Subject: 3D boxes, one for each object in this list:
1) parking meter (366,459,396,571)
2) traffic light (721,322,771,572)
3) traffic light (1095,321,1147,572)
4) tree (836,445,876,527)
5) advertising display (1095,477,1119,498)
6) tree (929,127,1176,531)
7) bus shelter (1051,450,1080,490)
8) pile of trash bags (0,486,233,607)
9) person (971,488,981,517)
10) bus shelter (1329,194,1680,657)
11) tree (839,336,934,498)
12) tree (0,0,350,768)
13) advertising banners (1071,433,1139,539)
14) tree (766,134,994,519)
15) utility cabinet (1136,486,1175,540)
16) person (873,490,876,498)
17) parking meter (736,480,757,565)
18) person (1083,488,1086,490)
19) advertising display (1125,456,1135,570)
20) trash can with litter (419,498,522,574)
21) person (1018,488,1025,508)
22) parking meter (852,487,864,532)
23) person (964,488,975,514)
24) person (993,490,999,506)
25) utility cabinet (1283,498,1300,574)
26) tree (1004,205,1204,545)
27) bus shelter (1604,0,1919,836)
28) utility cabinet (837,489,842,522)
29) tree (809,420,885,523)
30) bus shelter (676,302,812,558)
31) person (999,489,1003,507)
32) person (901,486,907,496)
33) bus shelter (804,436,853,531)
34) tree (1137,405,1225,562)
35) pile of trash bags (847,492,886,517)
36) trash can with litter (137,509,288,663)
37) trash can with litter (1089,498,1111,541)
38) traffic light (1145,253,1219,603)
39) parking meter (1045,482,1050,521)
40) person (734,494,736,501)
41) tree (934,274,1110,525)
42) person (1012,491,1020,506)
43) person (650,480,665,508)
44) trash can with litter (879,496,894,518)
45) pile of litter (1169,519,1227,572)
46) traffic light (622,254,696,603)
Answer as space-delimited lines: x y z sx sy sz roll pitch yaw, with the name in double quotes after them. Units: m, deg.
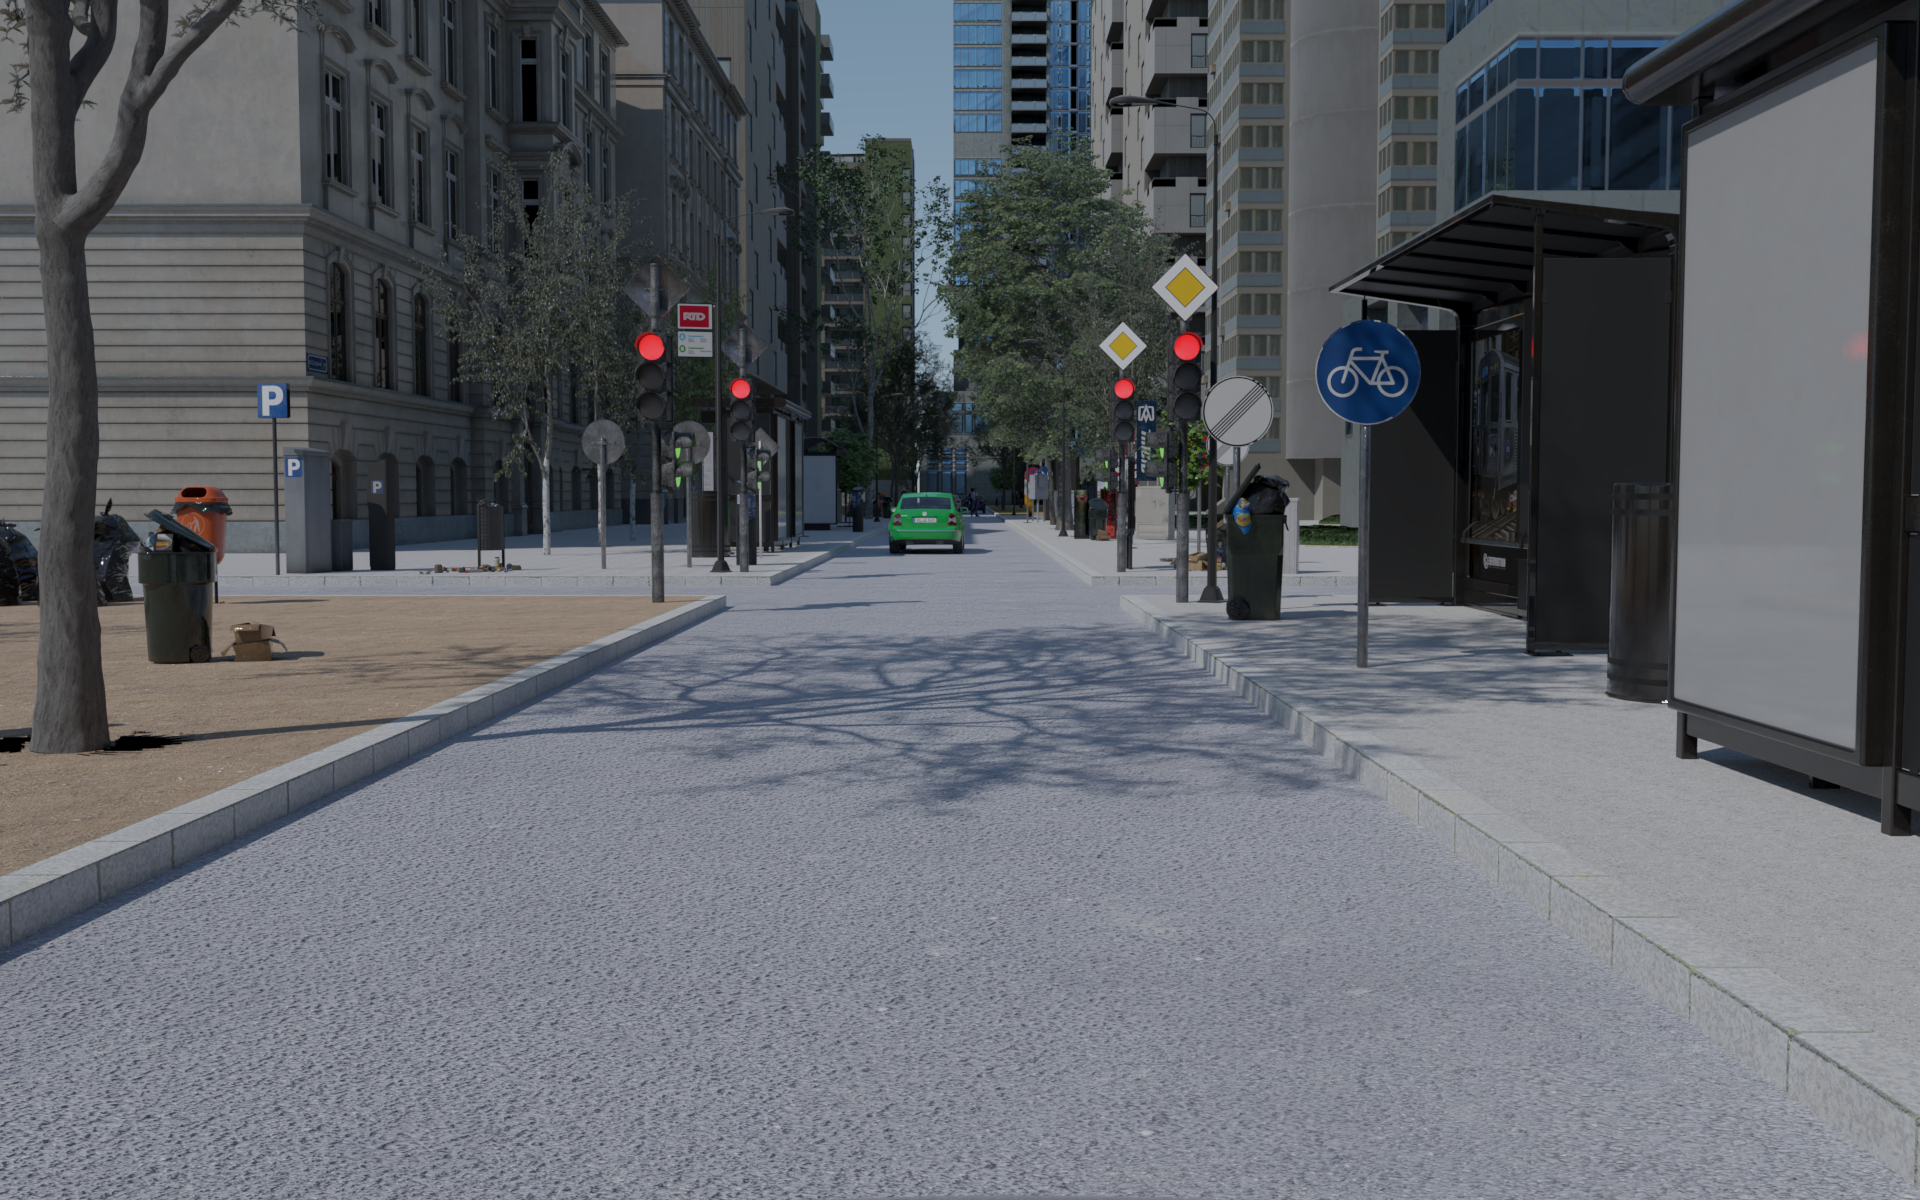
-9.740 -1.433 29.137 0.399 1.863 0.255 1 4 13 "parking meter"
-3.527 -2.412 28.352 0.839 4.253 0.868 0 4 0 "traffic light"
2.635 -2.411 28.348 0.839 4.253 0.868 0 4 0 "traffic light"
-4.328 -4.452 67.390 1.663 3.219 1.824 0 3 0 "tree"
4.535 -2.871 52.158 0.974 1.923 0.123 -1 4 -14 "advertising display"
3.770 -9.425 60.749 9.857 13.997 8.962 0 3 0 "tree"
5.252 -6.035 89.951 1.731 3.624 6.357 0 4 0 "bus shelter"
-10.150 -0.640 20.212 3.447 1.369 1.912 0 4 6 "pile of trash bags"
1.016 -6.196 109.678 0.709 1.838 0.599 -3 5 -42 "person"
5.043 -1.556 16.731 1.731 3.624 6.357 0 4 0 "bus shelter"
-3.863 -10.288 102.615 7.601 10.594 8.767 2 4 29 "tree"
-4.329 -5.991 8.324 12.009 13.543 11.850 0 3 0 "tree"
4.201 -3.248 49.292 2.074 3.025 0.090 0 4 2 "advertising banners"
-3.719 -14.272 89.236 12.611 20.169 13.585 0 3 0 "tree"
5.457 -2.435 48.486 0.318 1.500 1.173 -3 5 -44 "utility cabinet"
-8.953 -10.589 179.964 0.721 1.735 1.217 -2 4 -26 "person"
-3.859 -1.398 31.275 0.372 1.533 0.369 0 3 0 "parking meter"
11.043 -9.063 154.232 1.348 1.823 0.705 2 4 34 "person"
2.900 -1.503 29.796 0.123 1.923 0.974 0 4 0 "advertising display"
-8.146 -1.077 28.666 1.678 1.210 2.233 3 4 36 "trash can with litter"
5.657 -9.346 158.860 0.705 1.822 1.348 3 4 37 "person"
-3.443 -3.059 58.430 0.372 1.533 0.369 0 3 0 "parking meter"
0.876 -7.139 124.846 1.348 1.869 0.705 -3 4 -36 "person"
3.862 -10.698 183.392 0.705 1.826 1.348 -1 4 -21 "person"
4.956 -1.030 28.005 1.020 1.237 0.306 1 4 17 "utility cabinet"
4.143 -5.725 43.963 4.360 8.622 3.978 0 3 0 "tree"
4.280 -1.786 6.826 2.179 5.291 8.768 0 3 0 "bus shelter"
-6.009 -4.323 79.355 1.173 1.500 0.318 0 4 -7 "utility cabinet"
-5.041 -5.703 76.955 4.285 4.588 4.351 0 3 0 "tree"
-4.834 -3.758 39.073 2.179 5.291 8.768 0 4 0 "bus shelter"
4.095 -9.948 168.772 0.705 1.814 1.350 -1 4 -14 "person"
-3.545 -6.385 110.889 0.683 1.767 0.568 3 5 42 "person"
-5.090 -4.246 63.342 2.014 3.302 5.546 0 3 0 "bus shelter"
4.445 -2.342 32.899 1.663 3.219 1.824 0 3 0 "tree"
-4.952 -5.265 95.843 1.912 1.369 3.447 -2 4 -29 "pile of trash bags"
-5.755 -0.120 13.343 1.055 1.170 0.624 -1 4 -20 "trash can with litter"
3.922 -2.221 47.707 0.624 1.170 1.055 -1 4 -13 "trash can with litter"
2.609 -1.923 20.363 0.839 4.253 0.868 0 4 0 "traffic light"
4.231 -4.763 83.582 0.255 1.863 0.399 -1 4 -8 "parking meter"
-6.284 -2.665 49.585 0.580 1.828 0.573 2 4 28 "person"
3.531 -8.381 71.441 7.601 10.594 8.767 1 4 9 "tree"
6.051 -10.743 184.662 1.217 1.766 0.721 0 4 5 "person"
-10.135 -3.167 58.167 0.601 1.785 0.444 -2 4 -35 "person"
-3.799 -4.886 91.276 0.624 1.170 1.055 1 4 19 "trash can with litter"
4.138 -0.948 29.472 1.176 0.858 1.719 2 4 24 "pile of litter"
-3.552 -1.923 20.367 0.839 4.253 0.868 0 4 0 "traffic light"
